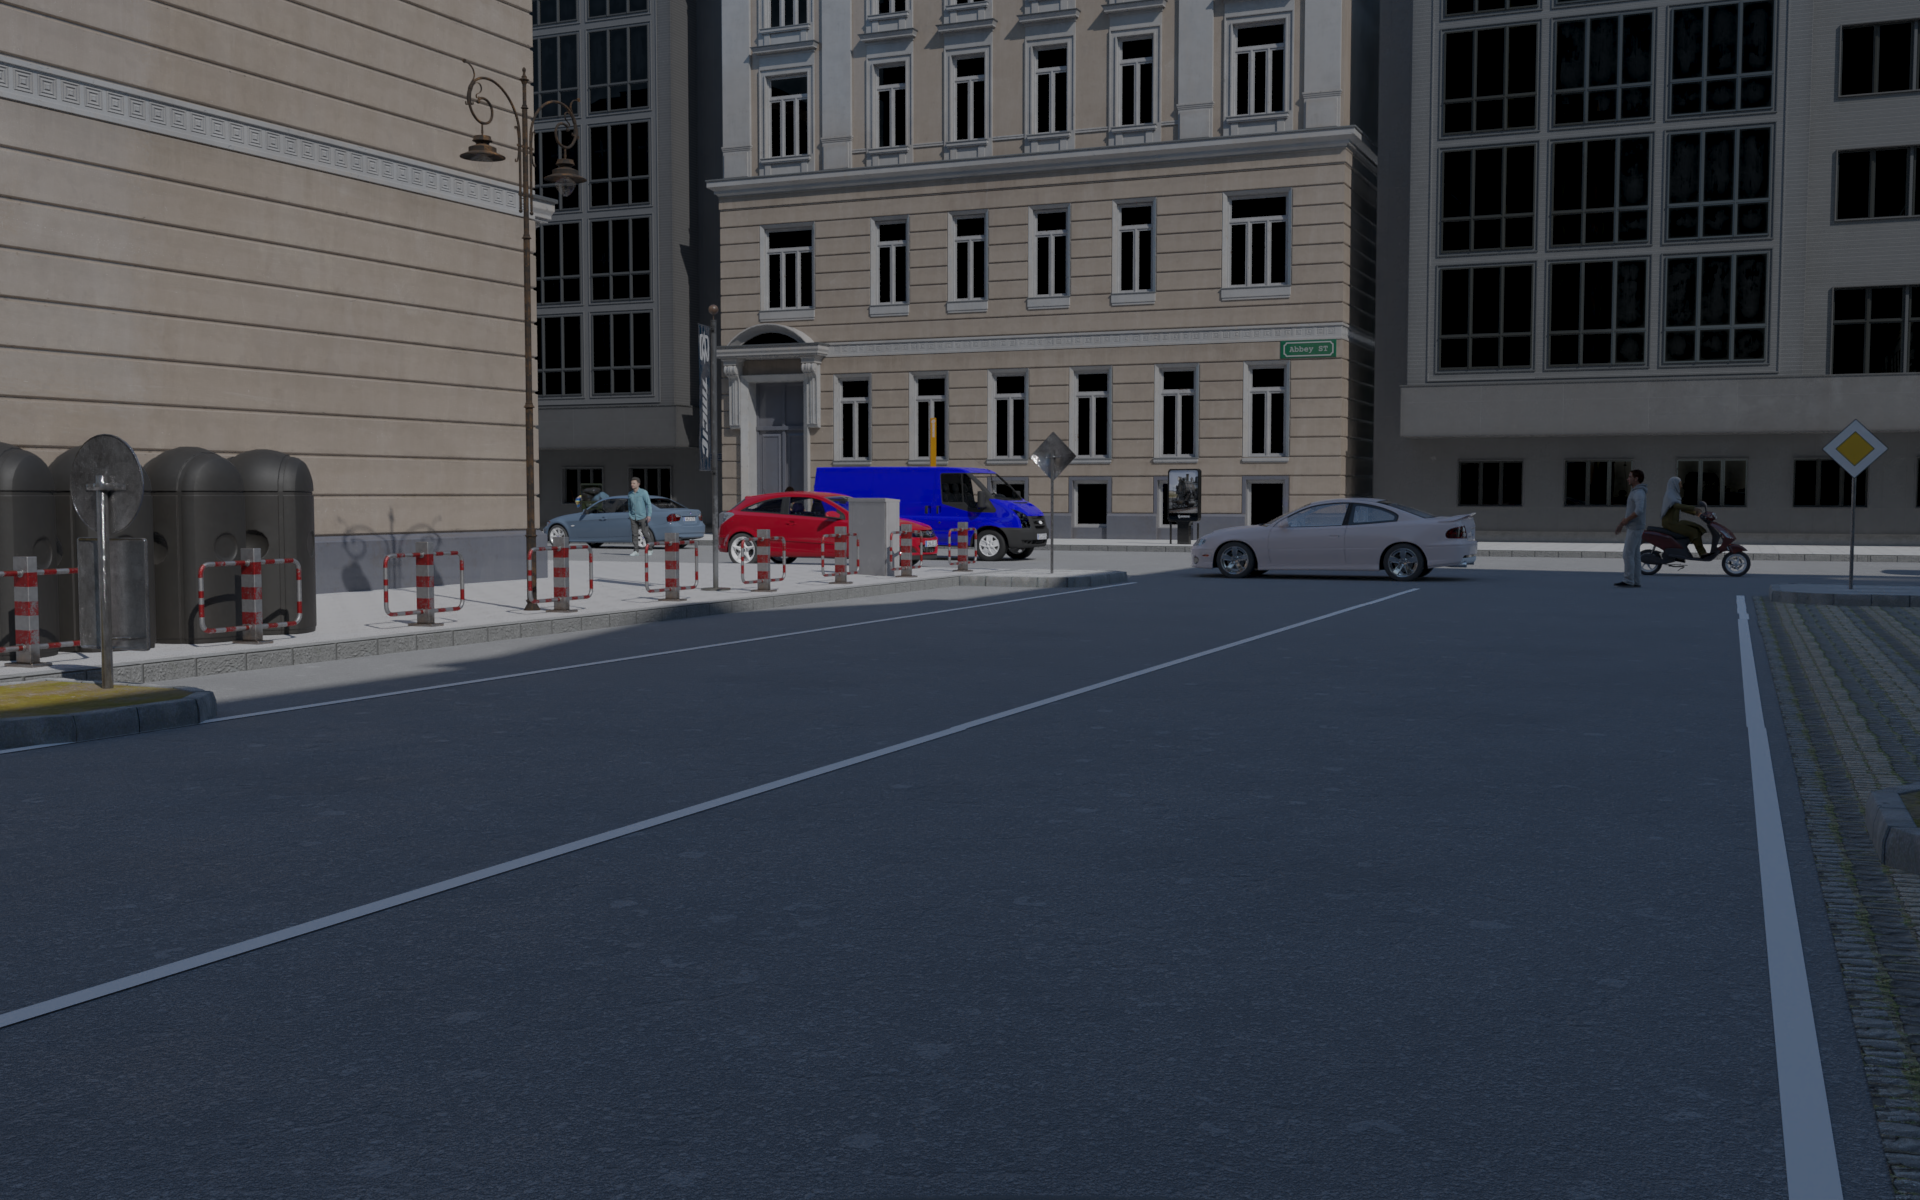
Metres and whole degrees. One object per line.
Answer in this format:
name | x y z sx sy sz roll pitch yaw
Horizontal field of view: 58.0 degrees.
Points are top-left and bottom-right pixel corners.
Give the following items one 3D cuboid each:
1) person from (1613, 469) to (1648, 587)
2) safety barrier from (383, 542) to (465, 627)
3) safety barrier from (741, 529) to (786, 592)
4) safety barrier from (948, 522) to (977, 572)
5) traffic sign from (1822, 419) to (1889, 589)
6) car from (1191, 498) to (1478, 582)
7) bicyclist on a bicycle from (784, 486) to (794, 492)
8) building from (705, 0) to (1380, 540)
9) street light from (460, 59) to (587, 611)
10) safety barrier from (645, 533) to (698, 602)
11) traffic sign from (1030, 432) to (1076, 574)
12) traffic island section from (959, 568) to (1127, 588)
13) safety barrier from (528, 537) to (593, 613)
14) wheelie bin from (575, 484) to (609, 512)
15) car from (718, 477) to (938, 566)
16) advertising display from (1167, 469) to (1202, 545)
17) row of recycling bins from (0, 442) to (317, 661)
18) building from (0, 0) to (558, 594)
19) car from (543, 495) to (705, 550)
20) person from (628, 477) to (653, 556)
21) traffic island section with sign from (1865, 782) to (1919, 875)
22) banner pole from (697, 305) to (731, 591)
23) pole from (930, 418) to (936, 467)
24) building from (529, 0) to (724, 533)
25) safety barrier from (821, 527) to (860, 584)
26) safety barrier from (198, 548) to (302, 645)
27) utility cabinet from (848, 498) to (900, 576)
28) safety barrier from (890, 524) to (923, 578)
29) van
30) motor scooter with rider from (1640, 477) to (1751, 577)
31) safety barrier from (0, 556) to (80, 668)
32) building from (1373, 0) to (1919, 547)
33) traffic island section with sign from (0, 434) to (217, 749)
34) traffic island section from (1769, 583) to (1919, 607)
person | 10.250 -1.093 26.519 0.789 1.805 0.875 1 4 20
safety barrier | -5.193 -0.155 16.813 0.300 0.817 1.120 2 4 24
safety barrier | -2.575 -0.517 22.727 0.300 0.817 1.120 2 4 24
safety barrier | 0.047 -0.879 28.644 0.300 0.817 1.120 2 4 24
traffic sign | 11.992 -1.200 23.259 0.795 2.450 0.064 2 4 24
car | 6.353 -1.058 29.655 4.827 1.381 2.083 1 4 22
bicyclist on a bicycle | -3.936 -1.864 40.492 1.625 1.676 1.499 2 4 25
building | 3.864 -16.466 55.128 20.117 28.700 13.634 2 4 24
street light | -4.721 -2.822 18.934 0.468 5.910 1.993 2 4 24
safety barrier | -3.449 -0.396 20.752 0.300 0.817 1.120 2 4 24
traffic sign | 1.488 -1.485 27.918 0.795 2.450 0.064 2 4 24
traffic island section | 1.464 -0.349 27.990 2.009 0.180 2.903 2 4 24
safety barrier | -4.323 -0.276 18.781 0.300 0.817 1.120 2 4 24
wheelie bin | -10.982 -2.682 51.766 0.980 1.594 0.693 -1 4 -15
car | -2.577 -1.531 34.067 4.494 1.783 2.155 1 4 23
advertising display | 5.711 -2.377 44.081 0.974 1.923 0.123 3 5 43
row of recycling bins | -6.957 -0.469 14.786 1.069 1.692 3.534 2 4 25
building | -17.716 -14.556 23.895 20.117 28.700 13.634 2 4 24
car | -8.946 -2.076 45.949 4.499 1.417 2.014 2 4 26
person | -7.406 -1.939 40.228 0.660 1.820 0.620 1 4 19
traffic island section with sign | 4.636 0.123 6.617 1.989 1.847 2.006 2 4 24
banner pole | -3.299 -2.004 22.776 0.401 3.779 0.863 1 4 10
pole | -0.725 -3.219 46.469 0.158 3.312 0.155 0 3 0
building | -16.105 -16.620 65.240 24.014 27.812 14.314 2 4 24
safety barrier | -1.701 -0.637 24.698 0.300 0.817 1.120 2 4 24
safety barrier | -6.070 -0.035 14.845 0.300 0.817 1.120 2 4 24
utility cabinet | -1.362 -0.998 27.477 0.306 1.237 1.020 -3 4 -39
safety barrier | -0.825 -0.758 26.673 0.300 0.817 1.120 2 4 24
van | -0.630 -2.071 38.247 5.245 2.365 2.240 2 4 23
motor scooter with rider | 12.758 -1.304 30.291 1.986 1.779 0.876 2 4 25
safety barrier | -6.940 0.086 12.877 0.300 0.817 1.120 2 4 24
building | 27.131 -13.858 45.646 30.058 24.678 14.314 2 4 24
traffic island section with sign | -5.823 -0.127 10.698 1.989 1.847 2.006 2 4 24
traffic island section | 12.017 -0.064 23.326 2.009 0.180 2.903 2 4 24
